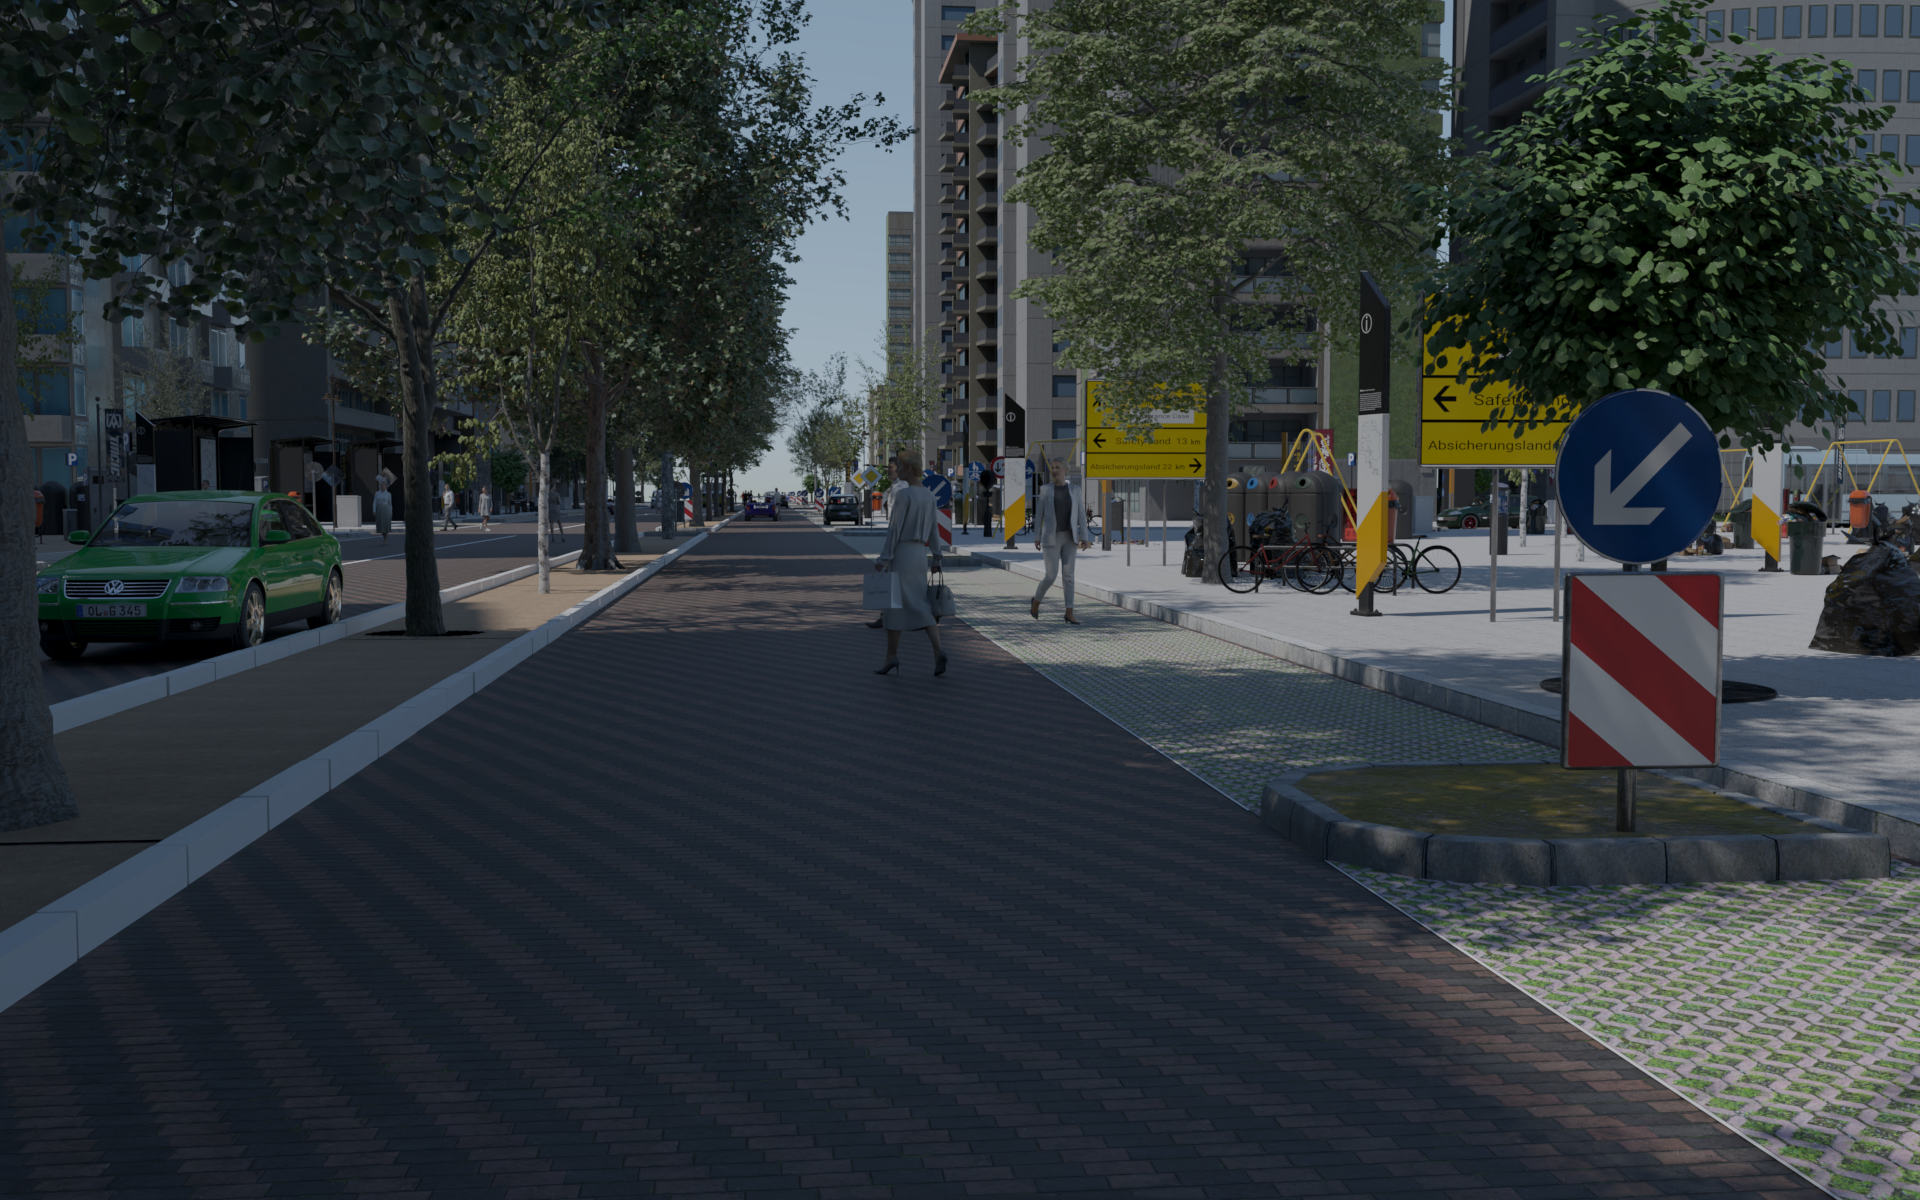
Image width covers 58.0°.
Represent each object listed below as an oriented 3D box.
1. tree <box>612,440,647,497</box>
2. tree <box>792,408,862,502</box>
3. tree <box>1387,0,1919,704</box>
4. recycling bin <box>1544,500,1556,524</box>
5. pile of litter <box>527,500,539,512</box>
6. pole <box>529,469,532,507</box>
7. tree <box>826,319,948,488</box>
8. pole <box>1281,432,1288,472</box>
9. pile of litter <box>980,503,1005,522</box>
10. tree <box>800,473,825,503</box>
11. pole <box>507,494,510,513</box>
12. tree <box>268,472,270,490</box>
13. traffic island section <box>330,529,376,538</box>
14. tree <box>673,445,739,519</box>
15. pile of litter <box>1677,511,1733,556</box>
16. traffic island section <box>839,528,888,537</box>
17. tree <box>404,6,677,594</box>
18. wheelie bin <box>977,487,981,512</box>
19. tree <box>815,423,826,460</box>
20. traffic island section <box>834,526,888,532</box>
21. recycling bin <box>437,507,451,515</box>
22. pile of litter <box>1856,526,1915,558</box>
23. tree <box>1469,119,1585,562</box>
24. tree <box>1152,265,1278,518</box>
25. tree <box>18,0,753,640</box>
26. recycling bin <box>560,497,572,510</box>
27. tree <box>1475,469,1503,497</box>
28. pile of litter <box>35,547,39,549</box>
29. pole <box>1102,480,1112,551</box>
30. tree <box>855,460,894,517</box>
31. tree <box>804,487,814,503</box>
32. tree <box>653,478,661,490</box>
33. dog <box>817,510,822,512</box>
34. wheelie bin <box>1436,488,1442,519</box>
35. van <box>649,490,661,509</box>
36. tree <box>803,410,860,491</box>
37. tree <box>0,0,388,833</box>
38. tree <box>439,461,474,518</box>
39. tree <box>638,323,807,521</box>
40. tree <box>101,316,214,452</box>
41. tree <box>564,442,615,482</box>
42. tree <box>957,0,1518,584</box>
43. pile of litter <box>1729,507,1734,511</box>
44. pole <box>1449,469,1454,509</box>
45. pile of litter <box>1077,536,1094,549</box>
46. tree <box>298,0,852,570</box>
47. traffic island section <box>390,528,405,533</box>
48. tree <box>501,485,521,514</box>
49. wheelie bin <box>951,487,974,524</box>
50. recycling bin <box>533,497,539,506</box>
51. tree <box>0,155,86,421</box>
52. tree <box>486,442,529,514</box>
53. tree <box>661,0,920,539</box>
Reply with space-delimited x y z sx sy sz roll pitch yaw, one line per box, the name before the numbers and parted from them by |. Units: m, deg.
tree | -39.044 -15.987 195.804 8.767 10.594 7.601 0 4 6
tree | -14.448 -15.426 186.626 8.767 10.594 7.601 -2 4 -34
tree | 4.579 -1.674 11.079 4.285 4.588 4.351 0 3 0
recycling bin | 25.203 -3.751 73.890 0.722 1.027 0.722 1 4 9
pile of litter | -30.651 -6.707 123.626 1.719 0.858 1.176 -1 4 -11
pole | -34.479 -8.879 139.008 0.158 3.312 0.155 0 3 0
tree | -2.305 -7.433 71.891 4.737 8.622 4.395 0 3 0
pole | 10.719 -3.879 57.266 0.158 3.312 0.155 0 3 0
pile of litter | 1.415 -4.092 80.862 1.719 0.858 1.176 0 4 4
tree | -20.600 -15.734 240.960 4.285 4.588 4.351 0 3 0
pole | -30.120 -7.439 115.469 0.158 3.312 0.155 0 3 0
tree | -31.817 -5.344 81.970 1.663 3.219 1.824 0 3 0
traffic island section | -20.801 -2.153 57.490 2.009 0.180 2.903 0 4 -6
tree | -14.224 -8.929 98.804 4.360 8.622 3.978 0 3 0
pile of litter | 15.429 -1.376 36.464 1.719 0.858 1.176 -2 4 -34
traffic island section | -3.015 -2.272 59.424 2.009 0.180 2.903 0 4 -6
tree | -6.011 -4.399 24.744 4.737 8.622 4.395 0 3 0
wheelie bin | 0.521 -4.171 76.106 0.980 1.594 0.693 3 5 39
tree | -7.965 -10.550 122.860 4.737 8.622 4.395 0 3 0
traffic island section | -3.883 -2.757 67.362 2.009 0.180 2.903 0 4 -6
recycling bin | -31.730 -5.748 106.535 0.722 1.027 0.722 -2 4 -29
pile of litter | 18.821 -1.295 35.145 1.176 0.858 1.719 3 5 43
tree | 11.540 -5.030 32.595 4.737 8.622 4.395 0 3 0
tree | 7.594 -6.356 54.286 4.360 8.622 3.978 0 3 0
tree | -5.527 -5.445 17.242 9.928 11.665 9.643 0 3 0
recycling bin | -31.643 -7.740 139.096 0.722 1.027 0.722 -3 5 -45
tree | 24.833 -5.400 82.890 1.663 3.219 1.824 0 3 0
pile of litter | -22.111 -1.579 39.774 1.719 0.858 1.176 -2 4 -33
pole | 3.308 -2.762 39.000 0.158 3.312 0.155 0 3 0
tree | -4.542 -6.310 97.768 1.663 3.219 1.824 0 3 0
tree | -21.956 -15.899 254.545 1.663 3.219 1.824 0 3 0
tree | -45.804 -17.318 266.860 4.285 4.588 4.351 0 3 0
dog | -11.173 -7.334 136.744 0.800 0.831 0.513 -2 4 -30
wheelie bin | 23.719 -4.762 85.774 0.980 1.594 0.693 -3 5 -45
van | -30.102 -10.176 173.392 2.013 2.044 4.112 -1 4 -8
tree | -11.339 -12.670 157.508 4.360 8.622 3.978 0 3 0
tree | -4.202 -5.987 6.997 9.857 13.997 8.962 0 3 0
tree | -26.482 -5.926 91.486 1.663 3.219 1.824 0 3 0
tree | -13.179 -10.854 90.289 12.009 13.543 11.850 0 3 0
tree | -31.995 -7.309 69.866 4.360 8.622 3.978 0 3 0
tree | -36.624 -15.409 170.058 7.486 12.596 7.792 0 3 0
tree | 3.815 -6.483 24.117 7.486 12.596 7.792 0 3 0
pile of litter | 26.000 -2.689 57.923 1.176 0.858 1.719 -3 5 -41
pole | 20.646 -4.824 72.717 0.158 3.312 0.155 0 3 0
pile of litter | 2.661 -1.659 41.098 1.176 0.858 1.719 2 4 30
tree | -6.850 -6.903 32.328 9.611 12.733 9.660 0 3 0
traffic island section | -21.669 -2.639 65.428 2.009 0.180 2.903 0 4 -6
tree | -29.487 -7.295 113.873 1.663 3.219 1.824 0 3 0
wheelie bin | 0.068 -3.990 73.140 0.693 1.594 0.980 1 4 12
recycling bin | -33.420 -7.637 137.425 0.722 1.027 0.722 -3 5 -42
tree | -20.941 -5.277 36.650 4.737 8.622 4.395 0 3 0
tree | -28.787 -7.711 109.793 4.285 4.588 4.351 0 3 0
tree | -7.892 -11.920 53.240 12.611 20.169 13.585 0 3 0
